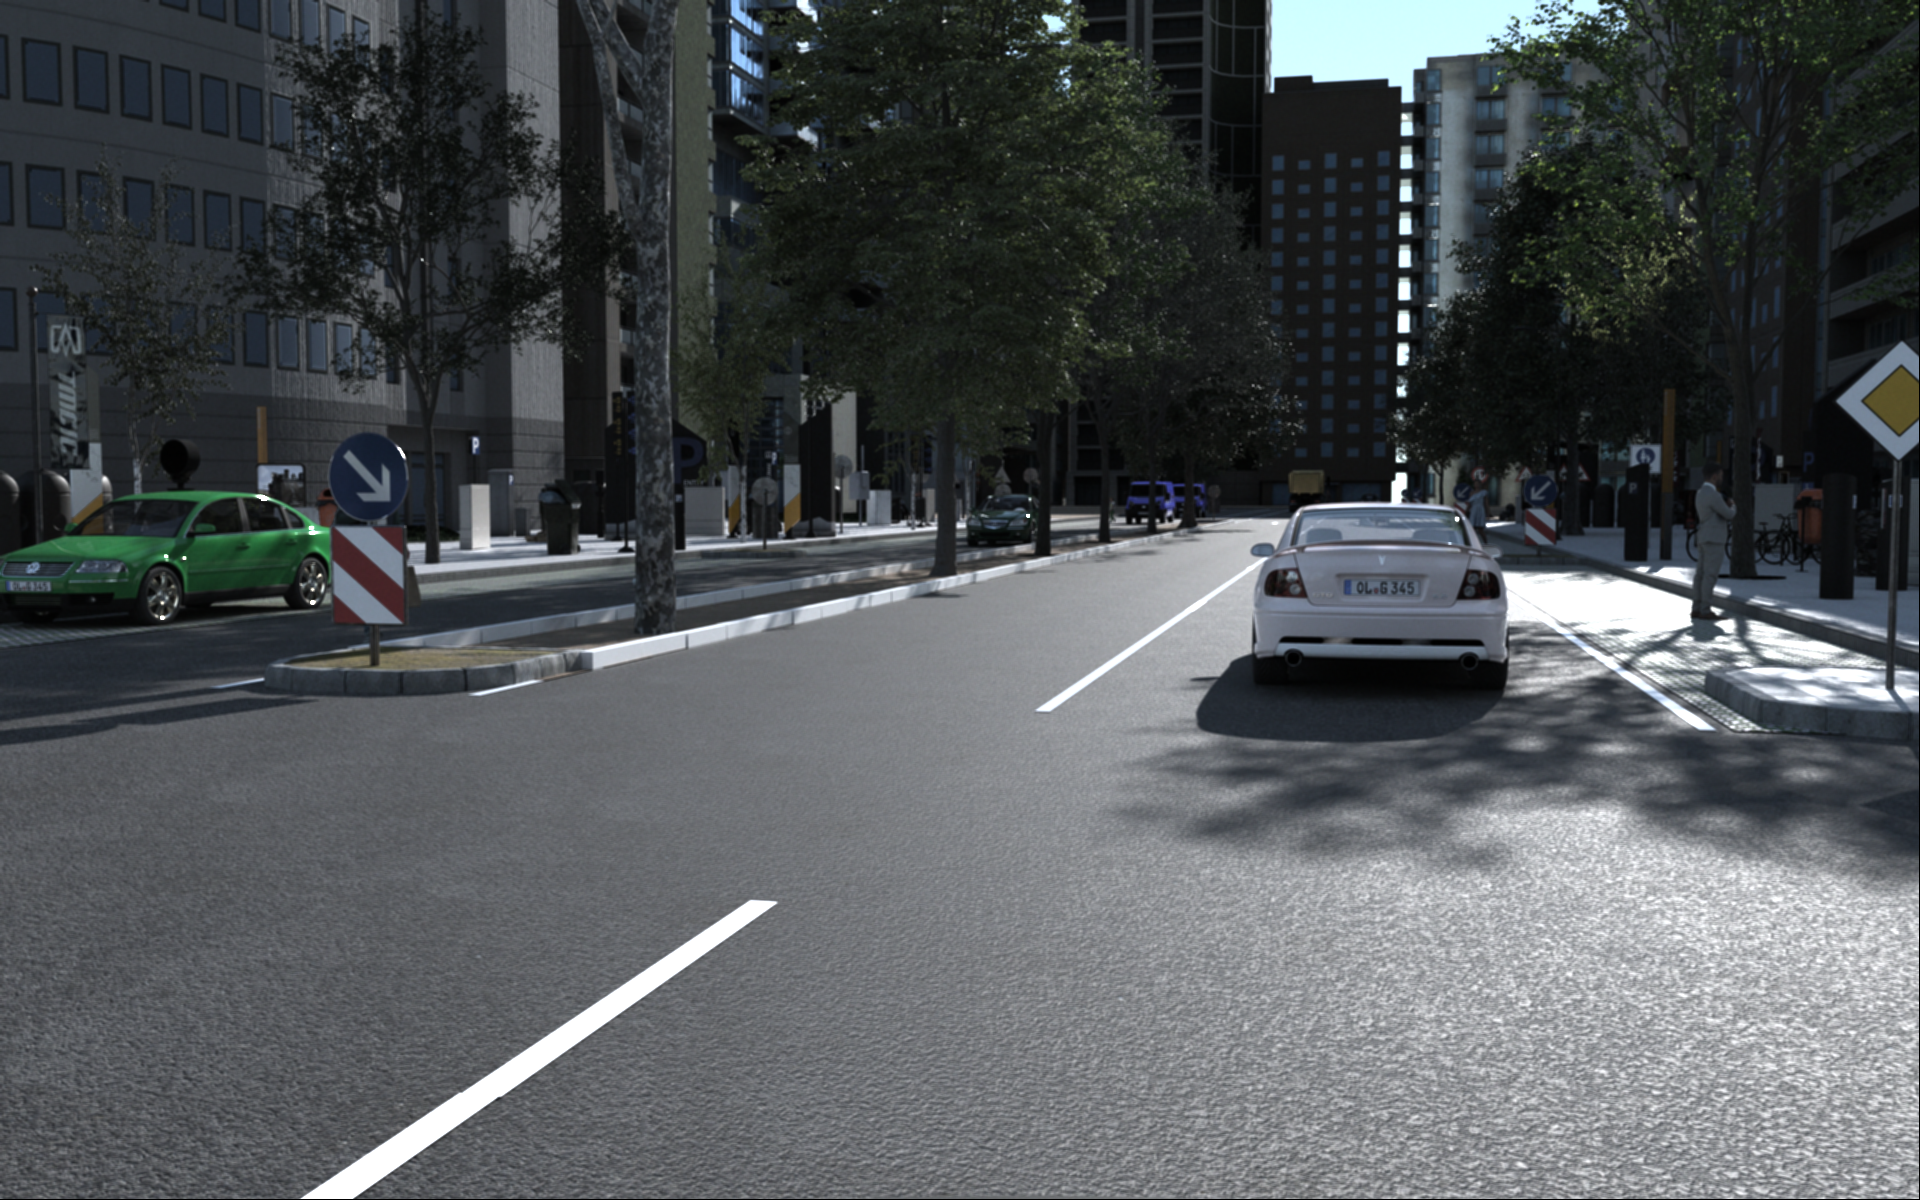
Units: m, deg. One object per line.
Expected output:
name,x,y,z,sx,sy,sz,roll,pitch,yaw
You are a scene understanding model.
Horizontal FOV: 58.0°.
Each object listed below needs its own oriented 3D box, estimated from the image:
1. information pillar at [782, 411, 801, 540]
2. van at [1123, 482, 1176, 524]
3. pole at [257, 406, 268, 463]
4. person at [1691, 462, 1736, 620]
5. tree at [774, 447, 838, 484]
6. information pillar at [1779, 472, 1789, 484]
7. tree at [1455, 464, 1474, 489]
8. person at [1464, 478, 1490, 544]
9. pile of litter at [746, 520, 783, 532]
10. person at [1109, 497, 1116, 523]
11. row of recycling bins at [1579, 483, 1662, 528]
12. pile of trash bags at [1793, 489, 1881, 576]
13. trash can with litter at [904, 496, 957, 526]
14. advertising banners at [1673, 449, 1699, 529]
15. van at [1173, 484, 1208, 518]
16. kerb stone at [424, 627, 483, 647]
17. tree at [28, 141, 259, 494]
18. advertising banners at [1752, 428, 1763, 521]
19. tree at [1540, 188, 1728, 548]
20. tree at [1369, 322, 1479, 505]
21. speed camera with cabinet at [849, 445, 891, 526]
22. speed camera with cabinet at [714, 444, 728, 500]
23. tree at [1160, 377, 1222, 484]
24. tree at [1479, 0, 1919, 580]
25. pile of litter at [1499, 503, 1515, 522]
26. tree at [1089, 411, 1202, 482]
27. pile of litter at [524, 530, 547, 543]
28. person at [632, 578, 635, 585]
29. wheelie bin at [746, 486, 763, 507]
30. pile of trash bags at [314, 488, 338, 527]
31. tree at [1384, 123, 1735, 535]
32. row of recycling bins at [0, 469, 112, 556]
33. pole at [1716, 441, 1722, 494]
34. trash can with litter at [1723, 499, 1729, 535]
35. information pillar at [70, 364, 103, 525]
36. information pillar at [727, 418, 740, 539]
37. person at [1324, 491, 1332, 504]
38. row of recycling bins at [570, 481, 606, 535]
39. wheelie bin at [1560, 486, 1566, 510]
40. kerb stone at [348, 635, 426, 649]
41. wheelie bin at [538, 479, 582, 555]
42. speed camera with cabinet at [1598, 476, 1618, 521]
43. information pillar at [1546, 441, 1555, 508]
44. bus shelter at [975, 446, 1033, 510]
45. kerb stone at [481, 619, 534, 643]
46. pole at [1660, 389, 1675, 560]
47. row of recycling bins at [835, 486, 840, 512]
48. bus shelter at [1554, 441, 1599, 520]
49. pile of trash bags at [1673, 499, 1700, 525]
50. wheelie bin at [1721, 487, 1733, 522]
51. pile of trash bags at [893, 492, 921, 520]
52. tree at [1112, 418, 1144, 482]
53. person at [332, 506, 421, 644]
information pillar,-4.731,-3.503,48.635,0.504,3.616,0.183,1,4,18
van,9.277,-4.887,84.291,2.240,2.365,5.245,1,4,13
pole,-16.243,-2.846,40.371,0.158,3.312,0.155,0,3,0
person,8.620,-0.677,19.742,0.466,1.800,0.511,-1,4,-9
tree,-7.975,-6.501,90.009,4.285,4.588,4.351,0,3,0
information pillar,26.993,-3.198,56.782,0.304,2.012,0.304,2,4,27
tree,31.538,-6.977,108.675,1.663,3.219,1.824,0,3,0
person,12.423,-2.021,41.634,0.778,1.811,0.616,-3,5,-44
pile of litter,-6.688,-2.706,58.211,1.719,0.858,1.176,-2,4,-29
person,7.513,-4.442,85.373,0.306,1.304,0.590,3,5,41
row of recycling bins,25.284,-3.642,66.662,3.534,1.692,1.069,1,4,22
pile of trash bags,14.730,-1.082,27.443,1.912,1.369,3.447,-2,4,-25
trash can with litter,-1.278,-3.550,69.107,2.233,1.210,1.678,1,4,11
advertising banners,26.556,-4.079,62.876,2.074,3.025,0.090,-1,4,-13
van,13.641,-6.074,103.689,2.240,2.365,5.245,1,4,13
kerb stone,-4.742,0.379,16.041,0.120,0.150,1.000,1,4,13
tree,-17.513,-5.315,37.271,4.360,8.622,3.978,0,3,0
advertising banners,20.605,-2.997,45.191,0.090,3.025,2.074,3,5,40
tree,16.033,-5.529,40.769,4.360,8.622,3.978,0,3,0
tree,34.278,-13.032,123.441,12.009,13.543,11.850,0,3,0
speed camera with cabinet,-3.667,-4.677,70.811,0.660,3.252,2.038,3,4,37
speed camera with cabinet,-9.745,-4.566,68.983,0.660,3.252,2.038,-3,4,-37
tree,21.845,-15.754,164.236,9.857,13.997,8.962,0,3,0
tree,11.858,-6.139,26.130,9.928,11.665,9.643,0,3,0
pile of litter,26.651,-4.235,83.210,1.719,0.858,1.176,-1,4,-9
tree,14.557,-12.258,134.833,8.767,10.594,7.601,-1,4,-11
pile of litter,-11.119,-1.989,46.485,1.176,0.858,1.719,0,4,-3
person,-4.557,-1.002,25.554,0.598,1.740,0.731,-2,4,-31
wheelie bin,-8.083,-3.660,67.744,0.693,1.594,0.980,-3,5,-40
pile of trash bags,-11.247,-1.076,27.352,3.447,1.369,1.912,0,4,-1
tree,19.167,-8.373,53.906,9.611,12.733,9.660,0,3,0
row of recycling bins,-15.349,-1.288,28.164,1.069,1.692,3.534,1,4,23
pole,29.028,-4.431,66.289,0.158,3.312,0.155,0,3,0
trash can with litter,18.979,-1.963,43.481,0.624,1.170,1.055,2,4,25
information pillar,-14.143,-2.240,27.984,0.183,3.616,0.504,3,4,39
information pillar,-6.555,-3.595,50.138,0.183,3.616,0.504,2,4,26
person,34.023,-9.250,160.287,0.990,1.755,0.434,3,4,38
row of recycling bins,-12.145,-3.017,56.442,1.069,1.692,3.534,-2,4,-24
wheelie bin,24.492,-3.759,69.364,0.980,1.594,0.693,0,4,4
kerb stone,-4.974,0.440,15.031,0.120,0.150,1.000,1,4,13
wheelie bin,-8.470,-1.765,36.766,0.693,1.594,0.980,0,4,7
speed camera with cabinet,30.945,-5.414,82.860,2.038,3.252,0.660,0,4,3
information pillar,20.599,-4.226,60.447,0.183,3.616,0.504,3,5,44
bus shelter,2.251,-5.840,86.768,1.731,3.624,6.357,1,4,13
kerb stone,-4.510,0.315,17.048,0.120,0.150,1.000,1,4,13
pole,13.748,-2.435,33.649,0.158,3.312,0.155,0,3,0
row of recycling bins,-6.274,-4.728,84.422,1.069,1.692,3.534,0,4,-2
bus shelter,27.994,-5.384,79.319,1.731,3.624,6.357,1,4,13
pile of trash bags,31.571,-3.859,72.844,3.447,1.369,1.912,2,4,34
wheelie bin,35.339,-4.408,79.985,0.980,1.594,0.693,-3,5,-43
pile of trash bags,-2.380,-4.656,85.882,1.912,1.369,3.447,1,4,13
tree,12.691,-10.632,124.198,4.360,8.622,3.978,0,3,0
person,-5.453,-0.476,16.264,0.794,1.824,0.713,-2,4,-35
